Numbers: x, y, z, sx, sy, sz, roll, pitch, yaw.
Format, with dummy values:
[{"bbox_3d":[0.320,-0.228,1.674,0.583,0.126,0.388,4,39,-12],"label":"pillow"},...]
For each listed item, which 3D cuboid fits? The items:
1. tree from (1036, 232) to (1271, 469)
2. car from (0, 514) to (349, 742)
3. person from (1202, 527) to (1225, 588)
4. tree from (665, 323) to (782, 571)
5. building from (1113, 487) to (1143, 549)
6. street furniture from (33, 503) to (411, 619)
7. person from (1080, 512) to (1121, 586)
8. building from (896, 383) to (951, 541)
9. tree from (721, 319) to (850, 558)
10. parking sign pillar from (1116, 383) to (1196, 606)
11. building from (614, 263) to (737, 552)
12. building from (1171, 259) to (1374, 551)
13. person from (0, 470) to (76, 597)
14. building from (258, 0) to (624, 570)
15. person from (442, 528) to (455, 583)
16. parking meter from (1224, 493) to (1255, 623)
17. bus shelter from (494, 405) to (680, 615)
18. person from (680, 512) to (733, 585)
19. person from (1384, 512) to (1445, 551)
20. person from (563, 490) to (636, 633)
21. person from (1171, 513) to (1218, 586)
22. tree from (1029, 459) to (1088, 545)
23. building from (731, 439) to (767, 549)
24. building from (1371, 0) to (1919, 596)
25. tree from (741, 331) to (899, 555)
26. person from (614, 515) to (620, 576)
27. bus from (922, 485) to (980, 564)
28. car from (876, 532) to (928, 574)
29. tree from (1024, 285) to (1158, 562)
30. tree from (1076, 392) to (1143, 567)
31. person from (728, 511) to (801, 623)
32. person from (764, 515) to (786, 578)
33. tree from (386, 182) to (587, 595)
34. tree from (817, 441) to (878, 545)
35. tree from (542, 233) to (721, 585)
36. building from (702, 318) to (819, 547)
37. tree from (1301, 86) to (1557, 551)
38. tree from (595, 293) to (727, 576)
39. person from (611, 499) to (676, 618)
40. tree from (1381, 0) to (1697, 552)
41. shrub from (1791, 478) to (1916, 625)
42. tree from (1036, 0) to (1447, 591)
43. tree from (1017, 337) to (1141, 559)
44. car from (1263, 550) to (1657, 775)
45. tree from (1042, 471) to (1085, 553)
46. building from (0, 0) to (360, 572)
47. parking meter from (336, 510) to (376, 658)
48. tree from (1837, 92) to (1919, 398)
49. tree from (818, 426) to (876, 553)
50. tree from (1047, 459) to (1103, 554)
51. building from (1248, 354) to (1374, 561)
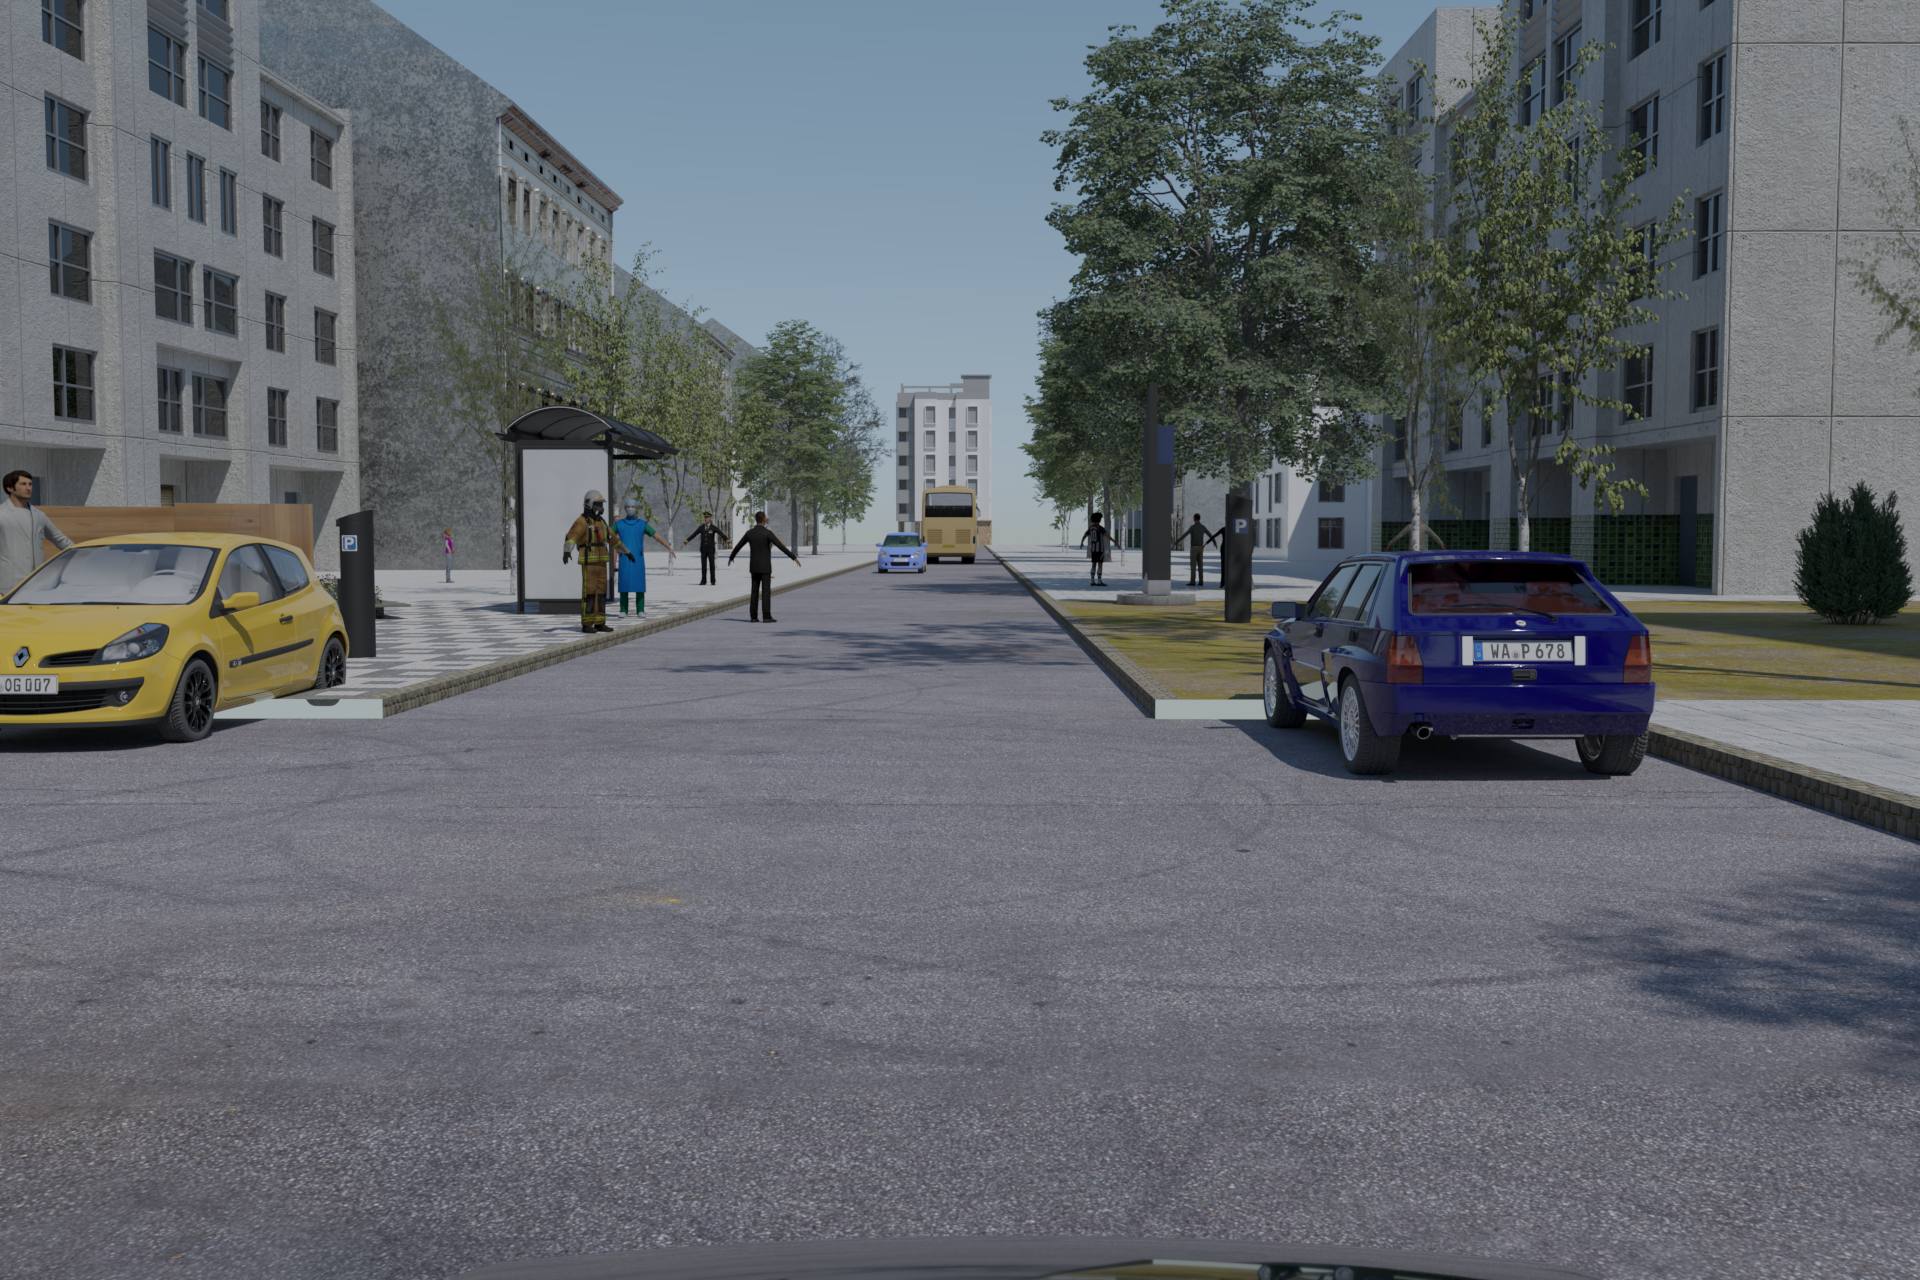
[{"bbox_3d":[5.739,-7.140,51.145,7.601,10.594,8.767,1,4,14],"label":"tree"},{"bbox_3d":[-6.086,-0.178,13.136,2.015,1.641,3.980,0,4,0],"label":"car"},{"bbox_3d":[6.355,-2.110,41.220,1.216,1.740,0.721,-1,4,-10],"label":"person"},{"bbox_3d":[-8.487,-6.729,60.374,4.737,8.622,4.395,0,3,0],"label":"tree"},{"bbox_3d":[24.471,-18.392,167.160,16.747,18.905,31.486,0,4,1],"label":"building"},{"bbox_3d":[-12.215,-1.298,28.072,9.812,1.723,11.010,-2,4,-31],"label":"street furniture"},{"bbox_3d":[3.397,-2.230,42.607,0.704,1.843,1.345,-3,5,-41],"label":"person"},{"bbox_3d":[-7.318,-21.426,209.197,11.380,20.090,16.016,0,4,-2],"label":"building"},{"bbox_3d":[-9.130,-10.625,91.852,7.486,12.596,7.792,0,3,0],"label":"tree"},{"bbox_3d":[3.583,-2.633,31.529,1.447,3.967,1.447,0,4,1],"label":"parking sign pillar"},{"bbox_3d":[-28.336,-18.641,135.711,19.493,23.208,18.063,0,4,0],"label":"building"},{"bbox_3d":[25.756,-18.691,136.522,19.493,23.208,18.063,0,3,0],"label":"building"},{"bbox_3d":[-7.725,-0.496,14.297,0.705,1.806,1.347,2,4,25],"label":"person"},{"bbox_3d":[-25.166,-14.617,69.910,19.493,23.208,18.063,0,4,1],"label":"building"},{"bbox_3d":[-13.361,-2.215,45.477,0.599,1.433,0.991,-1,4,-12],"label":"person"},{"bbox_3d":[4.041,-1.181,25.021,0.399,1.863,0.255,0,4,-1],"label":"parking meter"},{"bbox_3d":[-6.285,-2.204,29.967,2.014,3.302,5.546,0,3,0],"label":"bus shelter"},{"bbox_3d":[-6.313,-2.286,43.312,1.347,1.837,0.705,0,4,7],"label":"person"},{"bbox_3d":[10.083,-1.968,38.301,1.348,1.813,0.705,0,4,0],"label":"person"},{"bbox_3d":[-4.735,-1.024,22.509,0.705,1.858,1.354,2,4,29],"label":"person"},{"bbox_3d":[5.849,-2.240,42.900,1.348,1.796,0.705,-2,4,-25],"label":"person"},{"bbox_3d":[12.389,-17.350,209.420,9.928,11.665,9.643,0,3,0],"label":"tree"},{"bbox_3d":[-22.361,-13.410,161.399,9.099,9.664,28.070,0,4,1],"label":"building"},{"bbox_3d":[24.288,-11.299,51.201,16.747,18.905,31.486,0,4,0],"label":"building"},{"bbox_3d":[-8.643,-11.863,104.330,12.009,13.543,11.850,0,3,0],"label":"tree"},{"bbox_3d":[-8.224,-2.132,41.659,1.217,1.733,0.721,-1,4,-22],"label":"person"},{"bbox_3d":[-0.436,-5.809,86.529,2.896,3.916,12.252,0,4,1],"label":"bus"},{"bbox_3d":[-2.121,-3.327,63.986,1.945,1.707,3.694,0,4,1],"label":"car"},{"bbox_3d":[6.349,-9.769,77.851,7.486,12.596,7.792,0,3,0],"label":"tree"},{"bbox_3d":[6.396,-7.195,67.996,4.360,8.622,3.978,0,3,0],"label":"tree"},{"bbox_3d":[-3.208,-1.183,28.022,1.346,1.802,0.704,2,4,23],"label":"person"},{"bbox_3d":[-5.611,-2.709,50.155,1.347,1.847,0.705,3,4,38],"label":"person"},{"bbox_3d":[-9.152,-5.247,36.151,4.360,8.622,3.978,0,3,0],"label":"tree"},{"bbox_3d":[-13.429,-17.627,206.323,7.486,12.596,7.792,0,3,0],"label":"tree"},{"bbox_3d":[-8.367,-5.682,43.261,4.737,8.622,4.395,0,3,0],"label":"tree"},{"bbox_3d":[-25.173,-21.669,185.210,19.493,23.208,18.063,0,4,0],"label":"building"},{"bbox_3d":[7.536,-4.835,29.414,4.360,8.622,3.978,0,3,0],"label":"tree"},{"bbox_3d":[-8.890,-6.246,52.479,4.737,8.622,4.395,0,3,0],"label":"tree"},{"bbox_3d":[-5.026,-1.246,26.504,1.347,1.817,0.704,-1,4,-9],"label":"person"},{"bbox_3d":[7.913,-4.507,24.045,4.737,8.622,4.395,0,3,0],"label":"tree"},{"bbox_3d":[12.719,-1.259,24.620,1.661,2.075,1.752,0,3,0],"label":"shrub"},{"bbox_3d":[6.287,-8.099,39.077,9.857,13.997,8.962,0,3,0],"label":"tree"},{"bbox_3d":[6.455,-10.506,89.902,7.486,12.596,7.792,0,3,0],"label":"tree"},{"bbox_3d":[3.160,0.056,11.660,1.945,1.354,3.894,0,4,-1],"label":"car"},{"bbox_3d":[7.350,-10.385,120.152,4.737,8.622,4.395,0,3,0],"label":"tree"},{"bbox_3d":[-29.214,-10.809,43.182,16.747,18.905,31.486,0,4,1],"label":"building"},{"bbox_3d":[-6.284,-0.588,18.017,0.372,1.533,0.369,0,3,0],"label":"parking meter"},{"bbox_3d":[16.572,-4.820,29.171,4.360,8.622,3.978,0,3,0],"label":"tree"},{"bbox_3d":[-7.883,-10.268,118.240,4.737,8.622,4.395,0,3,0],"label":"tree"},{"bbox_3d":[7.189,-9.994,113.767,4.737,8.622,4.395,0,3,0],"label":"tree"},{"bbox_3d":[20.076,-8.584,82.493,9.099,9.664,28.070,0,4,0],"label":"building"}]
